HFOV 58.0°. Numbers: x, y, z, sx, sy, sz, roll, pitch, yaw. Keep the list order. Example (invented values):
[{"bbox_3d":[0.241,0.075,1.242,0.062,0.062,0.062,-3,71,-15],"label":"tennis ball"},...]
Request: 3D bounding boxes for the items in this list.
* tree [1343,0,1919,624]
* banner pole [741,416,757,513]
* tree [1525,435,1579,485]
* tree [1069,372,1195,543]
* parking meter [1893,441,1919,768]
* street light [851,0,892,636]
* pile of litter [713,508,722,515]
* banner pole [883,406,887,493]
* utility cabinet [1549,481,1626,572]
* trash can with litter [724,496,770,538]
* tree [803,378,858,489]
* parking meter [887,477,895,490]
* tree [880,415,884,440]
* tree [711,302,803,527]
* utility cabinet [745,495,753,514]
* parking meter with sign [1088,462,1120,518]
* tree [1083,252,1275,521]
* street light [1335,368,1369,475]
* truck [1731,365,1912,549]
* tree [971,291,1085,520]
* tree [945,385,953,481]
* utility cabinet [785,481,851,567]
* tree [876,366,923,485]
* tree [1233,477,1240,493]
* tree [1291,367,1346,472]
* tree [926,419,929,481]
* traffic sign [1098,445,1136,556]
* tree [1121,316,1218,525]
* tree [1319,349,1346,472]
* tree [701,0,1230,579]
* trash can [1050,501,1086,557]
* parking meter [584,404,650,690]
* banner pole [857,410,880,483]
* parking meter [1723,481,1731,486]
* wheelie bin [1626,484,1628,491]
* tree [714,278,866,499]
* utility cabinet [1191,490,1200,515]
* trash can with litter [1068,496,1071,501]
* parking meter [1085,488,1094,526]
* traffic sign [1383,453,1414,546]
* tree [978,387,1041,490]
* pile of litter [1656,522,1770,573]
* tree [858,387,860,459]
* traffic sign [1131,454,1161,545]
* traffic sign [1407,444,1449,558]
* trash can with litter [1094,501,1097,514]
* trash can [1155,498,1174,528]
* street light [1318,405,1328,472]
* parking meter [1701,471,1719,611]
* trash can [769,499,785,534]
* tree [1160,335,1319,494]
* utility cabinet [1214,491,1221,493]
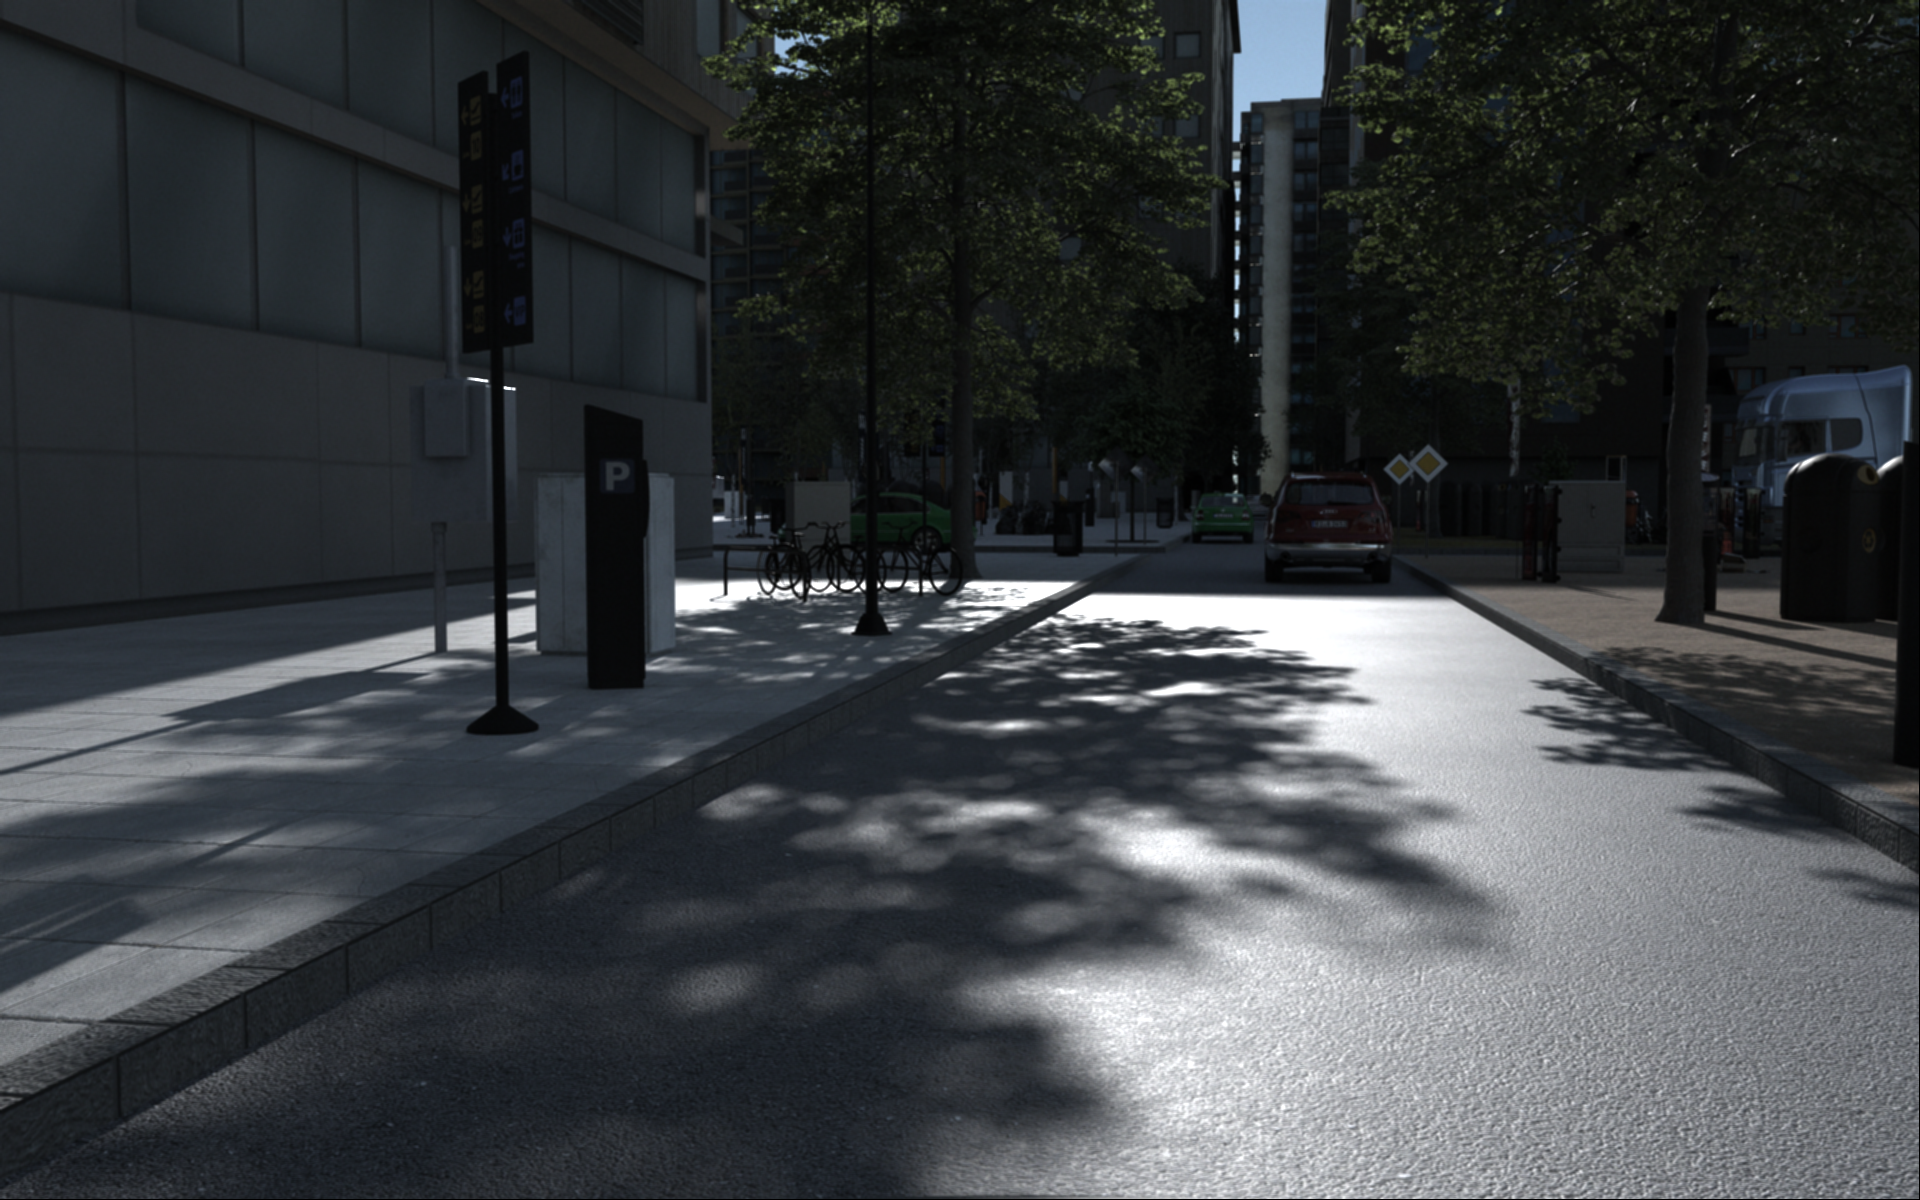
[{"bbox_3d":[7.635,-6.037,16.831,7.486,12.596,7.792,0,3,0],"label":"tree"},{"bbox_3d":[-6.844,-3.993,55.303,0.401,3.779,0.863,1,4,15],"label":"banner pole"},{"bbox_3d":[19.196,-3.768,56.202,1.663,3.219,1.824,0,3,0],"label":"tree"},{"bbox_3d":[4.699,-3.826,46.264,4.285,4.588,4.351,0,3,0],"label":"tree"},{"bbox_3d":[4.630,0.016,8.157,0.372,1.533,0.369,0,3,0],"label":"parking meter"},{"bbox_3d":[-0.274,-2.630,15.535,1.470,5.913,1.316,1,4,10],"label":"street light"},{"bbox_3d":[-16.775,-6.364,118.022,1.176,0.858,1.719,2,4,33],"label":"pile of litter"},{"bbox_3d":[-2.347,-3.609,49.020,0.863,3.779,0.401,0,4,2],"label":"banner pole"},{"bbox_3d":[10.263,-1.206,28.390,1.173,1.500,0.318,1,4,15],"label":"utility cabinet"},{"bbox_3d":[-6.370,-2.441,50.969,1.678,1.210,2.233,1,4,9],"label":"trash can with litter"},{"bbox_3d":[-8.783,-8.975,97.097,4.737,8.622,4.395,0,3,0],"label":"tree"},{"bbox_3d":[-2.458,-3.369,60.801,0.255,1.863,0.399,-2,4,-29],"label":"parking meter"},{"bbox_3d":[-7.011,-9.880,111.902,4.737,8.622,4.395,0,3,0],"label":"tree"},{"bbox_3d":[-8.760,-7.114,66.679,4.737,8.622,4.395,0,3,0],"label":"tree"},{"bbox_3d":[-13.698,-6.076,110.506,1.020,1.237,0.306,3,4,36],"label":"utility cabinet"},{"bbox_3d":[7.616,-5.824,91.482,1.738,3.016,0.543,-2,4,-29],"label":"parking meter with sign"},{"bbox_3d":[10.314,-10.122,82.496,9.611,12.733,9.660,0,3,0],"label":"tree"},{"bbox_3d":[14.374,-5.556,63.382,1.470,5.913,1.316,1,4,10],"label":"street light"},{"bbox_3d":[25.591,-2.848,36.318,18.799,4.110,2.967,1,4,9],"label":"truck"},{"bbox_3d":[2.232,-6.620,58.605,4.360,8.622,3.978,0,3,0],"label":"tree"},{"bbox_3d":[1.425,-8.249,85.232,4.360,8.622,3.978,0,3,0],"label":"tree"},{"bbox_3d":[-2.501,-1.332,30.460,1.173,1.500,0.318,-3,4,-37],"label":"utility cabinet"},{"bbox_3d":[-4.579,-7.473,72.548,4.360,8.622,3.978,0,3,0],"label":"tree"},{"bbox_3d":[25.543,-10.344,163.718,1.663,3.219,1.824,0,3,0],"label":"tree"},{"bbox_3d":[21.438,-9.102,99.177,4.360,8.622,3.978,0,3,0],"label":"tree"},{"bbox_3d":[-3.085,-8.783,93.963,4.360,8.622,3.978,0,3,0],"label":"tree"},{"bbox_3d":[3.226,-1.958,35.657,0.795,2.450,0.064,1,4,10],"label":"traffic sign"},{"bbox_3d":[8.659,-7.369,70.849,4.737,8.622,4.395,0,3,0],"label":"tree"},{"bbox_3d":[26.376,-11.960,121.303,9.928,11.665,9.643,0,3,0],"label":"tree"},{"bbox_3d":[0.064,-6.573,25.596,7.486,12.596,7.792,0,3,0],"label":"tree"},{"bbox_3d":[2.228,-1.471,35.708,0.748,1.137,0.748,0,3,0],"label":"trash can"},{"bbox_3d":[-2.267,-0.352,11.467,0.399,1.863,0.255,-1,4,-18],"label":"parking meter"},{"bbox_3d":[-2.532,-3.423,45.989,0.401,3.779,0.863,1,4,22],"label":"banner pole"},{"bbox_3d":[33.296,-4.244,75.108,0.399,1.863,0.255,-2,4,-33],"label":"parking meter"},{"bbox_3d":[19.507,-2.664,51.459,0.980,1.594,0.693,3,5,43],"label":"wheelie bin"},{"bbox_3d":[-5.777,-6.598,58.237,4.360,8.622,3.978,0,3,0],"label":"tree"},{"bbox_3d":[13.999,-5.750,102.684,0.318,1.500,1.173,1,4,19],"label":"utility cabinet"},{"bbox_3d":[7.060,-6.601,119.306,1.055,1.170,0.624,-2,4,-33],"label":"trash can with litter"},{"bbox_3d":[5.150,-3.694,68.814,0.372,1.533,0.369,0,3,0],"label":"parking meter"},{"bbox_3d":[10.745,-2.370,42.391,0.795,2.450,0.064,1,4,10],"label":"traffic sign"},{"bbox_3d":[3.230,-10.228,117.595,4.737,8.622,4.395,0,3,0],"label":"tree"},{"bbox_3d":[12.423,-0.890,28.512,1.719,0.858,1.176,2,4,30],"label":"pile of litter"},{"bbox_3d":[-8.427,-9.316,102.673,4.737,8.622,4.395,0,3,0],"label":"tree"},{"bbox_3d":[4.653,-2.439,43.514,0.795,2.450,0.064,1,4,10],"label":"traffic sign"},{"bbox_3d":[9.317,-1.889,34.534,0.795,2.450,0.064,1,4,10],"label":"traffic sign"},{"bbox_3d":[8.260,-5.702,104.609,1.055,1.170,0.624,1,4,11],"label":"trash can with litter"},{"bbox_3d":[7.678,-3.259,64.940,0.748,1.137,0.748,0,3,0],"label":"trash can"},{"bbox_3d":[19.190,-7.160,89.611,1.470,5.913,1.316,1,4,10],"label":"street light"},{"bbox_3d":[8.171,-0.656,19.139,0.372,1.533,0.369,0,3,0],"label":"parking meter"},{"bbox_3d":[-5.783,-2.687,55.582,0.748,1.137,0.748,0,3,0],"label":"trash can"},{"bbox_3d":[15.969,-11.406,112.244,9.928,11.665,9.643,0,3,0],"label":"tree"},{"bbox_3d":[17.196,-6.543,115.650,0.318,1.500,1.173,0,4,1],"label":"utility cabinet"}]
